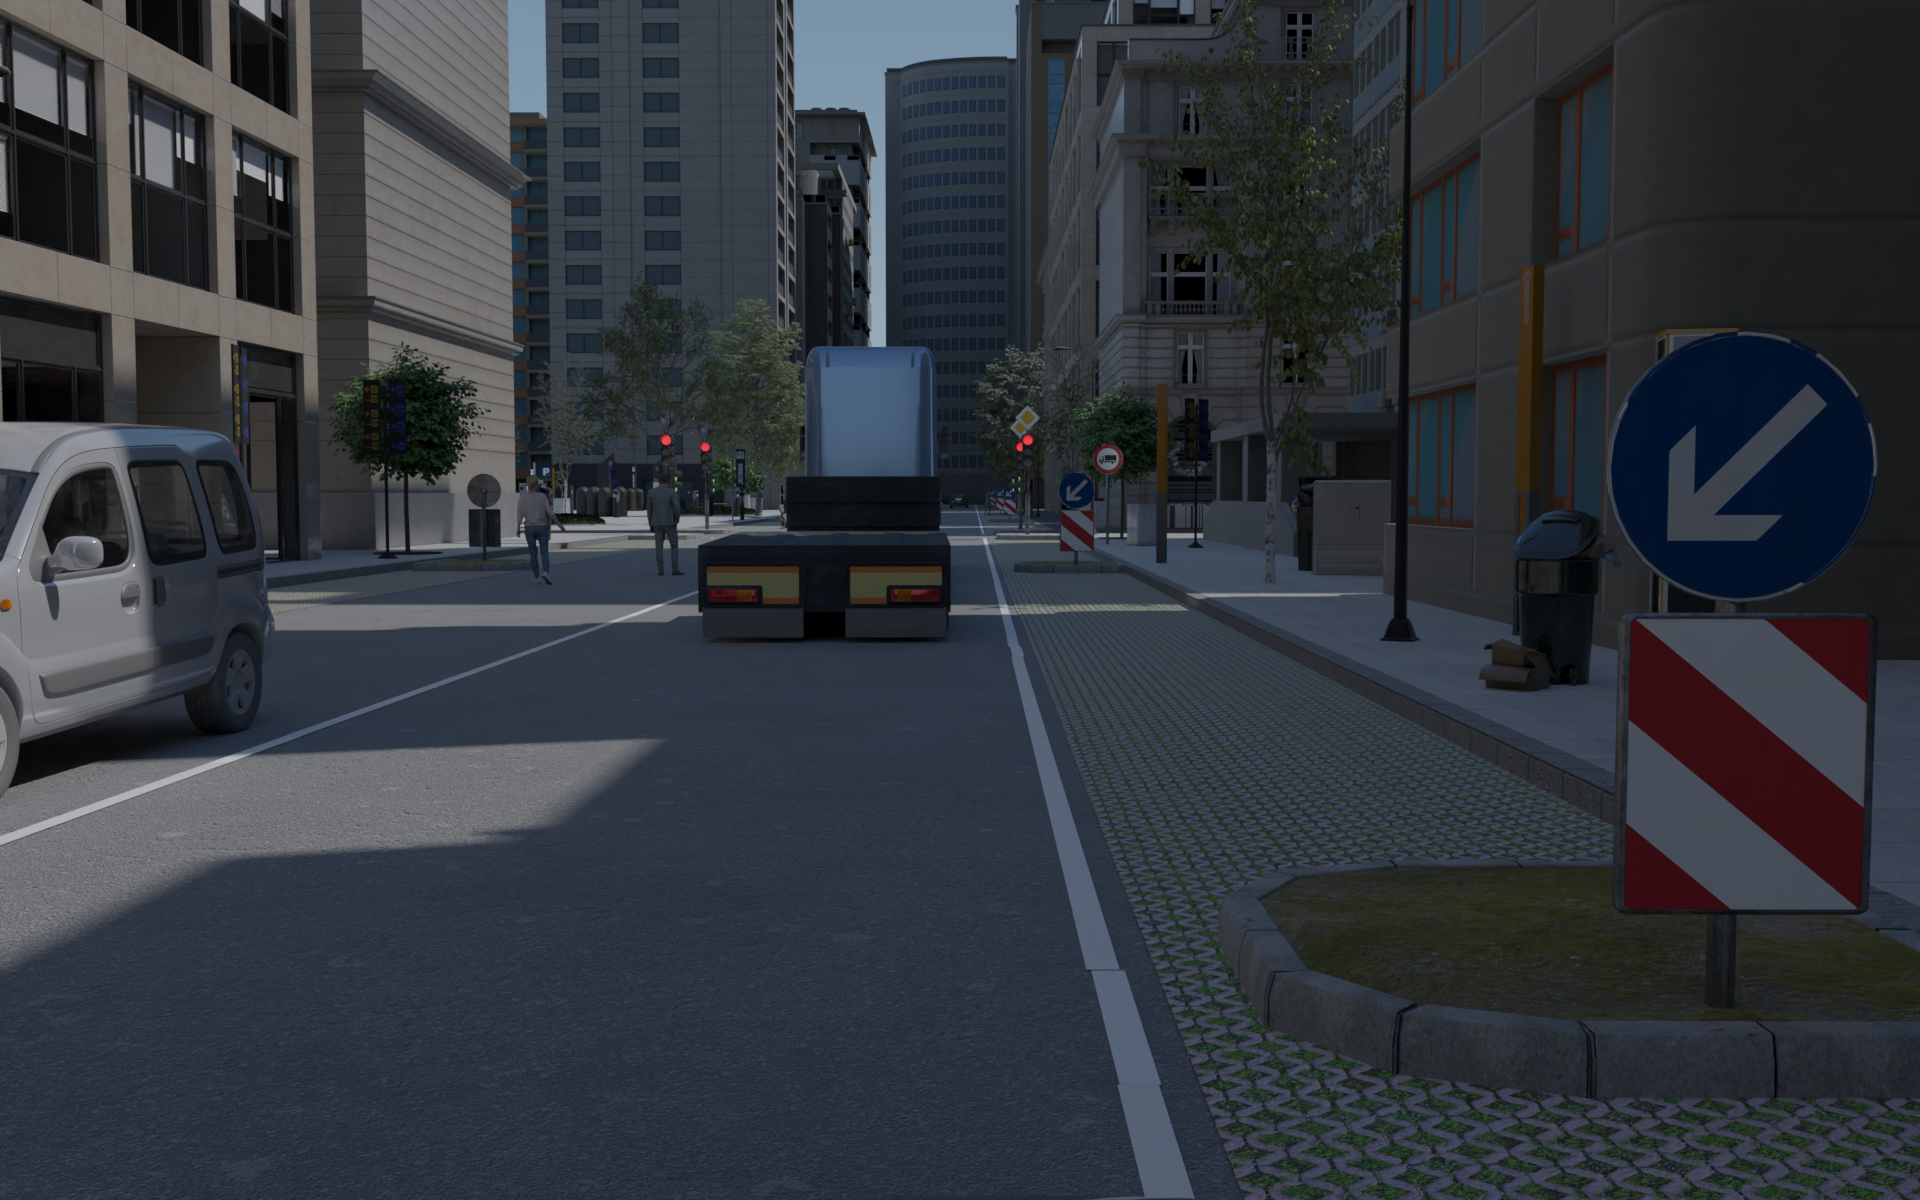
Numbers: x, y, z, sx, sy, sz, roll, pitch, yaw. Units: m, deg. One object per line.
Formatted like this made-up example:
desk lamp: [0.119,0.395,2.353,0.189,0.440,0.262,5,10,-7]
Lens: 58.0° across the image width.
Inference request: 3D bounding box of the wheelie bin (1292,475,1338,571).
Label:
wheelie bin: [6.014,-1.291,29.018,0.980,1.594,0.693,1,4,21]

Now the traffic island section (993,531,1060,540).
traffic island section: [2.160,-2.000,54.982,2.009,0.180,2.903,0,4,0]

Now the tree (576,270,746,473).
tree: [-12.643,-8.478,73.029,7.601,10.594,8.767,-1,4,-15]

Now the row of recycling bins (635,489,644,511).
row of recycling bins: [-25.028,-7.489,129.556,1.069,1.692,3.534,2,4,35]

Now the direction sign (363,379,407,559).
direction sign: [-11.378,-2.589,34.332,0.876,3.537,0.379,0,4,7]

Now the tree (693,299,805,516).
tree: [-12.089,-11.208,101.377,7.486,12.596,7.792,0,3,0]

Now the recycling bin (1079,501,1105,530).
recycling bin: [4.745,-3.042,62.288,0.722,1.027,0.722,-2,4,-25]

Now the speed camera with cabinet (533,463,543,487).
speed camera with cabinet: [-26.195,-6.962,108.169,0.660,3.252,2.038,-2,4,-29]

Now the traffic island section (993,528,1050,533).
traffic island section: [2.217,-2.488,62.967,2.009,0.180,2.903,0,4,0]

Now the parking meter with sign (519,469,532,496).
parking meter with sign: [-30.615,-7.681,121.842,1.738,3.016,0.543,2,4,34]

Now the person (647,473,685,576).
person: [-5.199,-1.340,30.509,0.635,1.810,0.391,0,4,-1]

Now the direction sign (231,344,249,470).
direction sign: [-11.030,-2.116,26.599,0.379,3.537,0.876,-1,4,-9]

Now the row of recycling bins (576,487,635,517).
row of recycling bins: [-20.216,-5.535,97.614,3.534,1.692,1.069,2,4,29]

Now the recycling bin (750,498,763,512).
recycling bin: [-14.772,-6.914,125.599,0.722,1.027,0.722,-2,4,-26]

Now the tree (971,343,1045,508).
tree: [5.549,-14.562,144.742,9.857,13.997,8.962,0,3,0]

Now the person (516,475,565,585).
person: [-6.626,-1.118,27.451,0.731,1.740,0.598,-2,4,-24]

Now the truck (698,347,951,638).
truck: [-1.503,-2.208,25.859,2.967,4.110,18.799,0,4,-1]

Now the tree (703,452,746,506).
tree: [-17.659,-8.945,129.964,4.285,4.588,4.351,0,3,0]

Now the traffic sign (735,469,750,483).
traffic sign: [-10.752,-5.228,85.583,0.768,2.556,0.104,1,4,8]

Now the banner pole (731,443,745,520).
banner pole: [-10.856,-5.774,84.420,0.863,3.779,0.401,-1,4,-11]

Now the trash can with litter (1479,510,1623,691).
trash can with litter: [3.938,-0.012,11.581,0.624,1.170,1.055,3,5,42]

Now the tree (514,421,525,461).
tree: [-36.112,-11.256,134.395,4.737,8.622,4.395,0,3,0]

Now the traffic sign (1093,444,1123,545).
traffic sign: [3.752,-2.684,43.987,0.768,2.556,0.104,0,4,5]

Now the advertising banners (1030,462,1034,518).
advertising banners: [3.940,-6.008,94.412,0.090,3.025,2.074,0,4,6]

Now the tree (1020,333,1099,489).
tree: [4.856,-7.832,78.407,4.360,8.622,3.978,0,3,0]

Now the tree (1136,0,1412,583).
tree: [4.706,-4.544,24.665,4.737,8.622,4.395,0,3,0]

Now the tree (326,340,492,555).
tree: [-11.780,-3.265,37.095,4.285,4.588,4.351,0,3,0]

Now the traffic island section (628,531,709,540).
traffic island section: [-9.281,-2.005,55.068,2.009,0.180,2.903,0,4,0]

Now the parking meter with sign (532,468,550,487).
parking meter with sign: [-27.637,-7.245,114.709,0.543,3.016,1.738,-2,4,-29]

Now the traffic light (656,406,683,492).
traffic light: [-9.241,-4.037,54.933,0.839,4.253,0.868,0,4,0]

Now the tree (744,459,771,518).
tree: [-11.355,-6.098,94.298,1.663,3.219,1.824,0,3,0]

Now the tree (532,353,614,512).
tree: [-20.546,-8.589,90.800,4.360,8.622,3.978,0,3,0]

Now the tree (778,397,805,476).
tree: [-11.522,-10.781,126.630,4.737,8.622,4.395,0,3,0]

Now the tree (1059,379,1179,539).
tree: [4.581,-4.042,49.794,4.285,4.588,4.351,0,3,0]

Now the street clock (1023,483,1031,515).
street clock: [4.073,-6.358,108.519,0.358,2.002,0.471,1,4,11]

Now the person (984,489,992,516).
person: [1.825,-6.398,113.349,0.529,1.795,0.600,0,4,-7]

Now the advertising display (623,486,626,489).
advertising display: [-26.759,-8.139,138.283,0.123,1.923,0.974,-1,4,-19]

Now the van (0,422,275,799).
van: [-5.172,-0.126,9.074,2.013,2.044,4.112,0,4,2]

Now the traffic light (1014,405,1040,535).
traffic light: [2.120,-4.033,54.868,0.839,4.253,0.868,0,4,0]

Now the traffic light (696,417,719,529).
traffic light: [-9.184,-4.526,62.917,0.839,4.253,0.868,0,4,0]

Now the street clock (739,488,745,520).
street clock: [-10.726,-4.933,85.228,0.358,2.002,0.471,0,4,4]

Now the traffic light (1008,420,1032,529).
traffic light: [2.177,-4.522,62.853,0.839,4.253,0.868,0,4,0]

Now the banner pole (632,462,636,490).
banner pole: [-25.132,-8.789,133.710,0.401,3.779,0.863,1,4,13]

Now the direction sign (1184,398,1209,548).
direction sign: [5.614,-3.008,41.184,0.876,3.537,0.379,-3,5,-44]

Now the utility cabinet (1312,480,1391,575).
utility cabinet: [6.200,-1.146,27.424,1.173,1.500,0.318,1,4,19]

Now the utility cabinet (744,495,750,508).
utility cabinet: [-15.065,-6.813,122.551,0.306,1.237,1.020,0,4,-1]

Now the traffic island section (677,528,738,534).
traffic island section: [-9.224,-2.494,63.052,2.009,0.180,2.903,0,4,0]

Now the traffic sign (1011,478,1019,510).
traffic sign: [4.413,-8.318,136.110,0.768,2.556,0.104,0,4,7]

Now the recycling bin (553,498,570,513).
recycling bin: [-23.465,-5.472,102.020,0.722,1.027,0.722,2,4,24]

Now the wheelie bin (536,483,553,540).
wheelie bin: [-11.660,-2.462,48.156,0.693,1.594,0.980,-1,4,-18]

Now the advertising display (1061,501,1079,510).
advertising display: [4.857,-4.309,75.662,0.974,1.923,0.123,2,4,34]

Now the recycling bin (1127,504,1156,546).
recycling bin: [4.608,-1.866,43.055,0.722,1.027,0.722,-1,4,-17]
